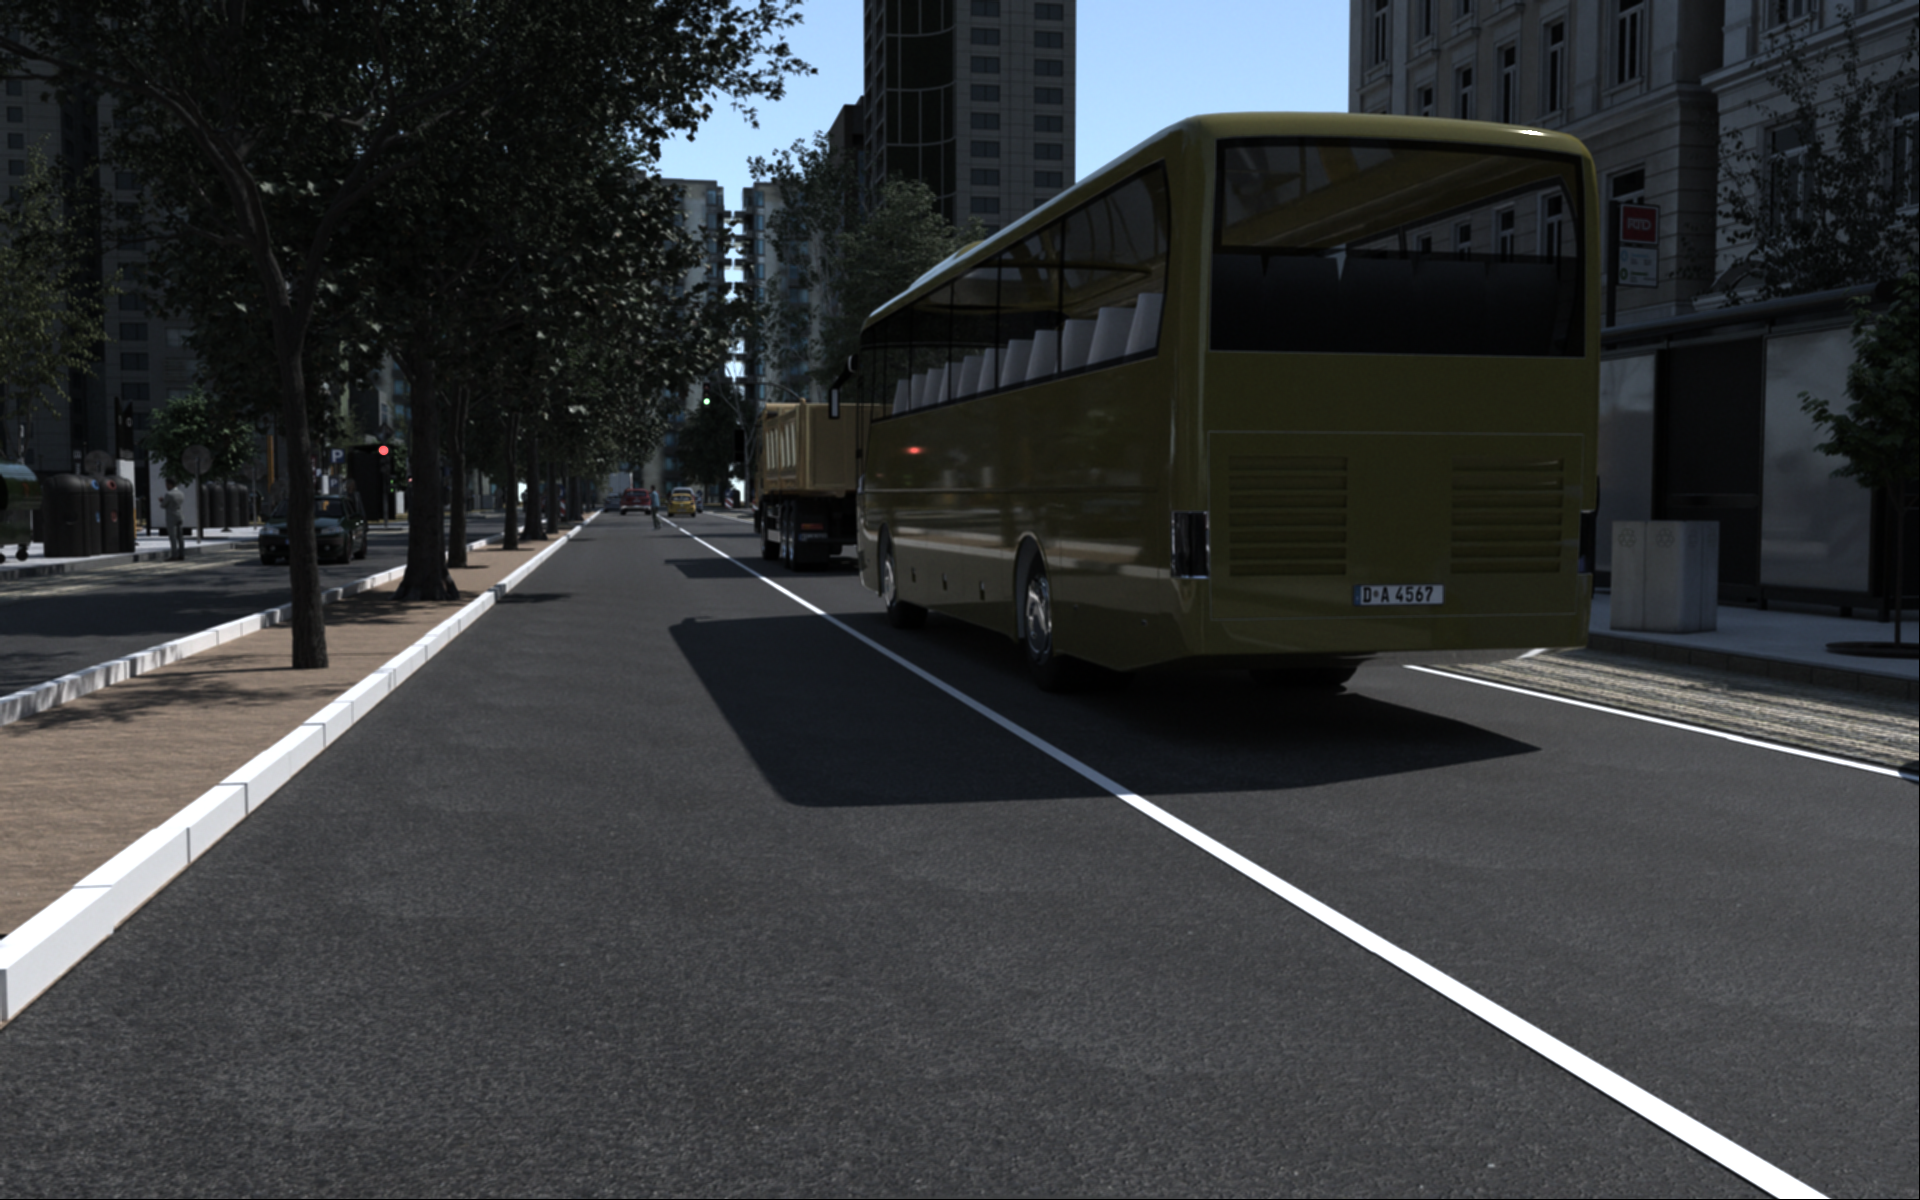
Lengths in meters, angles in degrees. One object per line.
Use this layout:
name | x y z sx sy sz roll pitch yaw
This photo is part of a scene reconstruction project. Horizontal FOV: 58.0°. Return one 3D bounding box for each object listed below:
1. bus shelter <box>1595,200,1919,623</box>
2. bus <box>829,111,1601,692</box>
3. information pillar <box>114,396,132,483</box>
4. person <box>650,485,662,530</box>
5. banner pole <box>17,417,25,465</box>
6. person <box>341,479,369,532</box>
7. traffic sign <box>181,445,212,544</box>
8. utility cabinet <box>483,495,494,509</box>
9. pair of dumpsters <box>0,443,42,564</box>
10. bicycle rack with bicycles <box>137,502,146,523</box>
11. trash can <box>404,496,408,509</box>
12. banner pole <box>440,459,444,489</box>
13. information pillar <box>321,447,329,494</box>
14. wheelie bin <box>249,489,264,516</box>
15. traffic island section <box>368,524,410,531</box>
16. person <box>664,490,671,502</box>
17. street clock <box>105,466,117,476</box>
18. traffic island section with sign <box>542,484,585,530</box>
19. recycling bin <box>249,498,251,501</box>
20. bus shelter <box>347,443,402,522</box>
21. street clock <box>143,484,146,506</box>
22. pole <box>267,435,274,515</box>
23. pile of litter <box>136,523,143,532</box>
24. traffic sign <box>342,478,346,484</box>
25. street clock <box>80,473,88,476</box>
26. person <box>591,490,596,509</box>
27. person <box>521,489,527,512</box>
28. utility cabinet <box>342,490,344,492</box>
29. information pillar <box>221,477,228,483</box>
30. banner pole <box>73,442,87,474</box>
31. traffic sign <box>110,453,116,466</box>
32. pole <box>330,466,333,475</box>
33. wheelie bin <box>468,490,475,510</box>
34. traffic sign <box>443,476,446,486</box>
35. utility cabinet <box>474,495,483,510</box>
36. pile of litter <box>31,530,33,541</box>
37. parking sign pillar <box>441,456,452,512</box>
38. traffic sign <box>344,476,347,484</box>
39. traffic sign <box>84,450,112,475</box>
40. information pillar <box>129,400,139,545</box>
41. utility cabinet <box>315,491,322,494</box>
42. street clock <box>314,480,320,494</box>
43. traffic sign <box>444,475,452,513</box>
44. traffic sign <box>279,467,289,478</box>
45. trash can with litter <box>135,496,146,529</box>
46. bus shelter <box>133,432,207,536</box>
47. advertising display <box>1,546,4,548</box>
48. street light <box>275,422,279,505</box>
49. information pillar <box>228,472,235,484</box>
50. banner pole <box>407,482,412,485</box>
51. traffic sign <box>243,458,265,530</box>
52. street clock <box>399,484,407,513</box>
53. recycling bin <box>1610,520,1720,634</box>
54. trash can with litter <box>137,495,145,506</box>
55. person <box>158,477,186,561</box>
bus shelter | 9.160 -2.678 21.424 2.179 5.291 8.768 -1 4 -11
bus | 1.114 -1.465 15.498 2.896 3.916 12.252 -1 4 -12
information pillar | -20.214 -3.080 41.711 0.183 3.616 0.504 -1 4 -12
person | -12.057 -3.654 68.592 0.444 1.785 0.601 1 4 22
banner pole | -28.201 -3.796 52.076 0.401 3.779 0.863 -1 4 -16
person | -14.595 -2.019 41.701 0.709 1.800 0.728 -2 4 -35
traffic sign | -19.729 -2.734 44.813 0.768 2.556 0.104 0 4 -8
utility cabinet | -40.188 -8.339 147.511 1.020 1.237 0.306 2 4 28
pair of dumpsters | -17.950 -1.744 31.006 1.574 2.255 4.437 -1 4 -11
bicycle rack with bicycles | -37.377 -3.934 77.701 2.925 0.926 2.852 1 4 14
trash can | -46.762 -8.199 145.703 0.748 1.137 0.748 0 3 0
banner pole | -35.946 -7.873 118.743 0.401 3.779 0.863 -3 5 -41
information pillar | -27.945 -5.190 76.218 0.183 3.616 0.504 0 4 8
wheelie bin | -41.081 -5.702 101.134 0.693 1.594 0.980 -1 4 -13
traffic island section | -22.503 -2.787 67.851 2.009 0.180 2.903 -1 4 -11
person | -31.277 -10.887 186.438 1.348 1.831 0.705 -3 5 -42
street clock | -21.967 -2.472 44.985 0.358 2.002 0.471 0 4 1
traffic island section with sign | -17.735 -4.185 76.564 2.006 1.907 1.989 -1 4 -11
recycling bin | -47.723 -6.408 117.332 0.722 1.027 0.722 -2 4 -29
bus shelter | -27.649 -5.547 81.969 1.731 3.624 6.357 -1 4 -11
street clock | -59.051 -7.405 125.644 0.358 2.002 0.471 -2 4 -23
pole | -23.868 -4.045 59.987 0.158 3.312 0.155 0 3 0
pile of litter | -28.391 -2.749 58.914 1.176 0.858 1.719 3 4 36
traffic sign | -34.930 -5.884 97.385 0.795 2.450 0.064 0 4 -5
street clock | -30.111 -3.361 59.521 0.471 2.002 0.358 -2 4 -28
person | -34.973 -9.564 164.850 0.705 1.826 1.348 1 4 17
person | -34.137 -7.779 135.867 0.592 1.802 0.473 3 4 38
utility cabinet | -28.227 -4.271 78.513 0.318 1.500 1.173 0 4 -2
information pillar | -47.415 -7.333 111.248 0.183 3.616 0.504 -2 4 -35
banner pole | -42.661 -5.754 84.101 0.863 3.779 0.401 0 4 7
traffic sign | -26.153 -3.287 53.849 0.768 2.556 0.104 0 4 -1
pole | -45.763 -8.096 126.208 0.158 3.312 0.155 0 3 0
wheelie bin | -38.854 -7.902 137.101 0.980 1.594 0.693 0 4 -1
traffic sign | -36.490 -7.456 122.003 0.768 2.556 0.104 0 4 -1
utility cabinet | -39.179 -7.848 139.479 1.020 1.237 0.306 0 4 8
pile of litter | -25.767 -2.083 48.026 1.176 0.858 1.719 -2 4 -27
parking sign pillar | -36.302 -8.258 123.495 1.447 3.967 1.447 2 4 32
traffic sign | -35.319 -6.050 100.100 0.795 2.450 0.064 0 4 -4
traffic sign | -25.002 -3.068 50.261 0.768 2.556 0.104 -1 4 -10
information pillar | -20.685 -3.160 43.020 0.183 3.616 0.504 1 4 9
utility cabinet | -42.791 -6.551 115.779 1.173 1.500 0.318 0 4 0
street clock | -34.289 -5.366 92.309 0.358 2.002 0.471 -1 4 -13
traffic sign | -33.663 -6.993 114.448 0.768 2.556 0.104 0 4 -6
traffic sign | -30.954 -4.874 79.794 0.768 2.556 0.104 -1 4 -9
trash can with litter | -30.636 -3.202 63.406 1.678 1.210 2.233 2 4 28
bus shelter | -24.580 -3.760 55.398 2.014 3.302 5.546 -1 4 -11
advertising display | -23.173 -2.196 41.116 0.974 1.923 0.123 0 4 3
street light | -22.377 -5.130 56.670 0.468 5.910 1.993 -1 4 -11
information pillar | -50.223 -7.830 119.370 0.504 3.616 0.183 0 4 2
banner pole | -37.963 -7.939 119.819 0.863 3.779 0.401 2 4 30
traffic sign | -25.260 -3.786 61.999 0.768 2.556 0.104 0 4 -4
street clock | -37.185 -6.798 115.718 0.358 2.002 0.471 3 5 44
recycling bin | 6.624 -0.228 16.287 0.722 1.027 0.722 -3 5 -40
trash can with litter | -64.556 -7.633 136.183 0.624 1.170 1.055 2 4 26
person | -16.842 -1.731 36.983 0.466 1.800 0.511 0 4 -1
